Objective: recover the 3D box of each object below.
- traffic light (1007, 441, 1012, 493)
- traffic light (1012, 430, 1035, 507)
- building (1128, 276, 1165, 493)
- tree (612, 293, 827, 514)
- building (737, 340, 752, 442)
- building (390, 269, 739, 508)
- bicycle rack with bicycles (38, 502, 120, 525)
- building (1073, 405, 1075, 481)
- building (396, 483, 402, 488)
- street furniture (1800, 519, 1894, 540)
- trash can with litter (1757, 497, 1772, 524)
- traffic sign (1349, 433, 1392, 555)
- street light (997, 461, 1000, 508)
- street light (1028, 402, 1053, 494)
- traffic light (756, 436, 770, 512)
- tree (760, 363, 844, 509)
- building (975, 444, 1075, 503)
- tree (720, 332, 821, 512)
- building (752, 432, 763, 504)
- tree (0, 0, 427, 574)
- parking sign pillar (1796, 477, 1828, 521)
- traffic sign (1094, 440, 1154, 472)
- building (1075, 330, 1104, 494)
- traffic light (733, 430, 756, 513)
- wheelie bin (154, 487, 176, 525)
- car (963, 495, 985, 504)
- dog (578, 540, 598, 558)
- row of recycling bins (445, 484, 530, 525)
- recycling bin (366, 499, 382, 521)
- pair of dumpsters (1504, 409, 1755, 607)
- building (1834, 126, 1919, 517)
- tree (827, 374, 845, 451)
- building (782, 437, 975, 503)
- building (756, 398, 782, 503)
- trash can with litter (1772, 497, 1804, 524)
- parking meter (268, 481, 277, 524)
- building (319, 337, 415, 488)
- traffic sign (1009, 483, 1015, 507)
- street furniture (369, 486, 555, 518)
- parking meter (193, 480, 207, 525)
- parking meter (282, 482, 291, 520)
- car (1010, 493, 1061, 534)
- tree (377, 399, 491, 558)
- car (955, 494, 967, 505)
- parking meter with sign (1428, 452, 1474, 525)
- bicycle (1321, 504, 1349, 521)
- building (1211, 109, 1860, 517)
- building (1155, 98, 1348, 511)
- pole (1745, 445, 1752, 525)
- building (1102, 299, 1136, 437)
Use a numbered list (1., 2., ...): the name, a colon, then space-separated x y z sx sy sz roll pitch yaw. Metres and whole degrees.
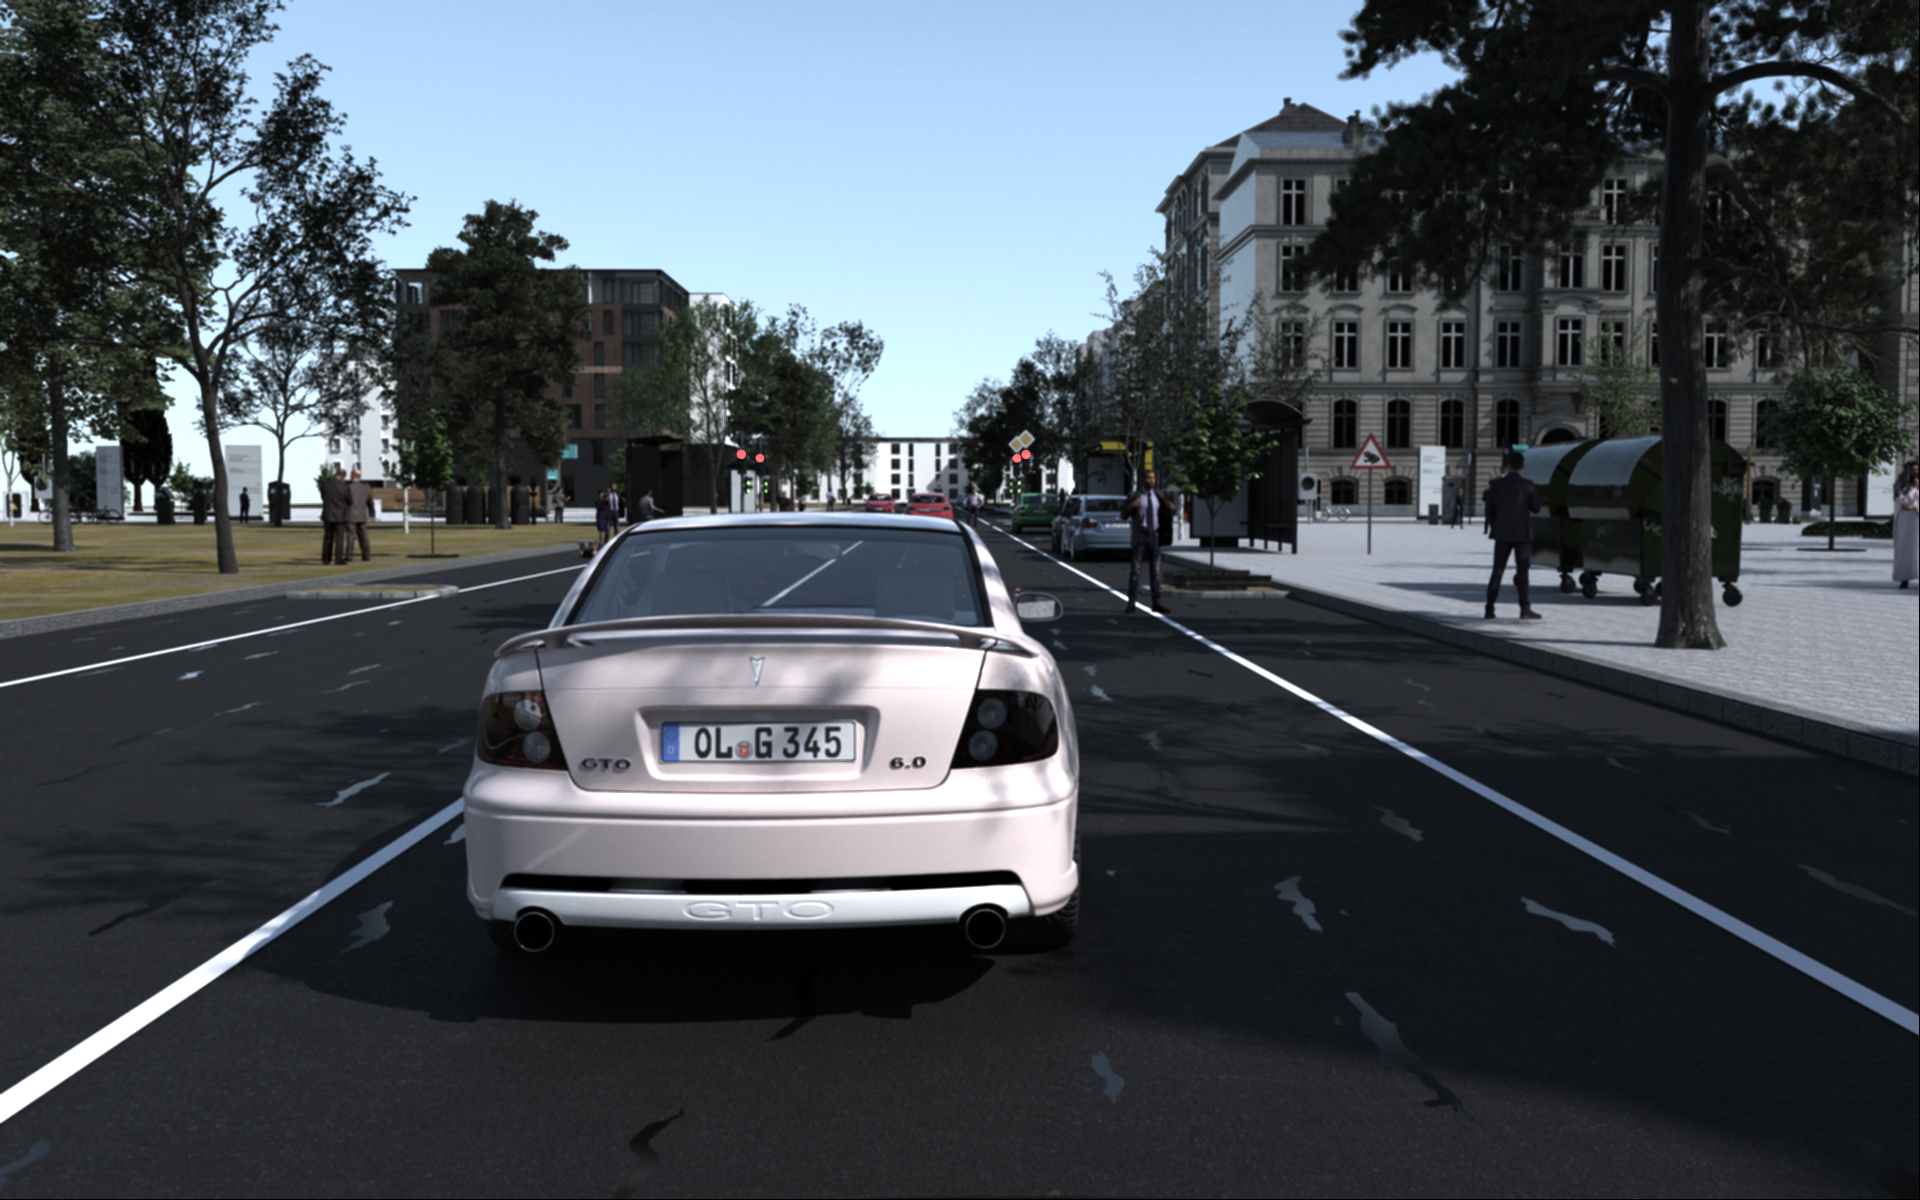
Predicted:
1. traffic light: 2.686 -5.715 82.678 0.839 4.213 0.868 0 4 -1
2. traffic light: 2.811 -5.226 74.694 0.839 4.213 0.868 0 4 -1
3. building: 21.129 -19.048 147.586 11.583 22.565 21.152 0 4 -1
4. tree: -12.517 -9.959 88.581 9.928 11.665 9.643 0 3 0
5. building: -32.799 -21.490 207.774 16.016 20.091 11.380 0 4 -1
6. building: -37.890 -20.164 173.661 27.936 21.610 32.646 0 4 -1
7. bicycle rack with bicycles: -37.423 -3.706 73.970 2.925 0.926 2.852 -1 4 -10
8. building: 22.339 -22.078 217.398 16.016 20.091 11.380 0 4 -1
9. building: -72.076 -19.219 256.374 28.070 9.664 9.099 0 4 -1
10. street furniture: 29.448 -2.243 52.306 10.072 0.657 5.734 -3 4 -37
11. trash can with litter: 35.377 -3.924 75.538 1.055 1.170 0.624 0 4 8
12. traffic sign: 8.685 -2.243 36.682 0.884 2.594 0.081 1 4 8
13. street light: 2.955 -11.288 157.095 1.470 5.913 1.316 0 4 -1
14. street light: 4.114 -7.043 87.697 1.470 5.913 1.316 0 4 -1
15. traffic light: -9.473 -5.702 82.474 0.839 4.213 0.868 0 4 -1
16. tree: -13.400 -14.113 148.879 7.486 12.596 7.792 0 3 0
17. building: 15.913 -19.289 257.517 28.070 9.664 9.099 0 4 -1
18. tree: -12.434 -11.774 114.563 6.751 12.117 7.091 0 3 0
19. building: -39.179 -16.863 217.862 28.070 9.664 9.099 0 4 -1
20. tree: -12.167 -5.713 27.815 7.601 10.594 8.767 1 4 13
21. parking sign pillar: 40.995 -5.802 83.327 1.447 3.967 1.447 -3 5 -42
22. traffic sign: 6.204 -4.396 65.744 2.265 3.308 0.079 0 4 6
23. building: 22.640 -20.133 195.624 16.747 18.905 31.486 0 4 -1
24. traffic light: -9.349 -5.214 74.490 0.839 4.213 0.868 0 4 -1
25. wheelie bin: -33.439 -3.969 72.806 0.693 1.594 0.980 0 4 -4
26. car: 1.307 -9.211 162.957 2.083 1.381 4.827 0 4 -3
27. dog: -8.233 -1.129 38.646 0.550 0.427 0.748 -1 4 -19
28. row of recycling bins: -19.812 -4.009 72.654 3.534 1.692 1.069 0 4 -1
29. recycling bin: -28.403 -4.339 83.489 0.722 1.027 0.722 2 4 29
30. pair of dumpsters: 8.247 -1.175 21.708 1.574 2.255 4.436 0 4 -1
31. building: 63.314 -18.520 100.061 25.104 27.353 12.463 0 4 -1
32. tree: -12.450 -12.280 126.525 9.928 11.665 9.643 0 3 0
33. building: -12.223 -19.289 257.519 28.070 9.664 9.099 0 4 -1
34. building: -42.054 -24.095 260.417 31.486 18.905 16.747 0 4 -1
35. trash can with litter: 35.332 -3.810 73.684 1.055 1.170 0.624 3 5 44
36. parking meter: -29.839 -4.250 75.195 0.399 1.863 0.255 -2 4 -24
37. building: -70.817 -21.882 214.182 11.380 20.091 16.016 0 4 -1
38. traffic sign: 4.640 -9.350 152.881 0.884 2.594 0.081 0 4 0
39. street furniture: -30.344 -6.369 110.990 11.010 1.723 9.812 2 4 28
40. parking meter: -31.743 -4.067 72.210 0.399 1.863 0.255 2 4 26
41. parking meter: -33.096 -4.854 85.079 0.399 1.863 0.255 -1 4 -9
42. car: 2.864 -3.391 64.233 1.959 1.807 4.718 0 4 -1
43. tree: -10.746 -2.495 35.403 1.663 3.219 1.824 0 3 0
44. car: 0.353 -12.960 221.482 1.945 1.707 3.694 0 4 -1
45. parking meter with sign: 20.631 -4.683 72.836 1.738 3.016 0.543 0 4 2
46. bicycle: 18.103 -4.312 83.727 1.543 0.972 0.635 2 4 29
47. building: 32.982 -17.218 100.592 34.723 24.649 14.460 0 4 -1
48. building: 22.321 -20.650 125.022 14.401 28.519 23.554 0 4 -1
49. pole: 33.114 -4.824 72.721 0.158 3.312 0.155 0 3 0
50. building: 22.464 -19.432 174.131 16.016 20.091 11.380 0 4 -1
